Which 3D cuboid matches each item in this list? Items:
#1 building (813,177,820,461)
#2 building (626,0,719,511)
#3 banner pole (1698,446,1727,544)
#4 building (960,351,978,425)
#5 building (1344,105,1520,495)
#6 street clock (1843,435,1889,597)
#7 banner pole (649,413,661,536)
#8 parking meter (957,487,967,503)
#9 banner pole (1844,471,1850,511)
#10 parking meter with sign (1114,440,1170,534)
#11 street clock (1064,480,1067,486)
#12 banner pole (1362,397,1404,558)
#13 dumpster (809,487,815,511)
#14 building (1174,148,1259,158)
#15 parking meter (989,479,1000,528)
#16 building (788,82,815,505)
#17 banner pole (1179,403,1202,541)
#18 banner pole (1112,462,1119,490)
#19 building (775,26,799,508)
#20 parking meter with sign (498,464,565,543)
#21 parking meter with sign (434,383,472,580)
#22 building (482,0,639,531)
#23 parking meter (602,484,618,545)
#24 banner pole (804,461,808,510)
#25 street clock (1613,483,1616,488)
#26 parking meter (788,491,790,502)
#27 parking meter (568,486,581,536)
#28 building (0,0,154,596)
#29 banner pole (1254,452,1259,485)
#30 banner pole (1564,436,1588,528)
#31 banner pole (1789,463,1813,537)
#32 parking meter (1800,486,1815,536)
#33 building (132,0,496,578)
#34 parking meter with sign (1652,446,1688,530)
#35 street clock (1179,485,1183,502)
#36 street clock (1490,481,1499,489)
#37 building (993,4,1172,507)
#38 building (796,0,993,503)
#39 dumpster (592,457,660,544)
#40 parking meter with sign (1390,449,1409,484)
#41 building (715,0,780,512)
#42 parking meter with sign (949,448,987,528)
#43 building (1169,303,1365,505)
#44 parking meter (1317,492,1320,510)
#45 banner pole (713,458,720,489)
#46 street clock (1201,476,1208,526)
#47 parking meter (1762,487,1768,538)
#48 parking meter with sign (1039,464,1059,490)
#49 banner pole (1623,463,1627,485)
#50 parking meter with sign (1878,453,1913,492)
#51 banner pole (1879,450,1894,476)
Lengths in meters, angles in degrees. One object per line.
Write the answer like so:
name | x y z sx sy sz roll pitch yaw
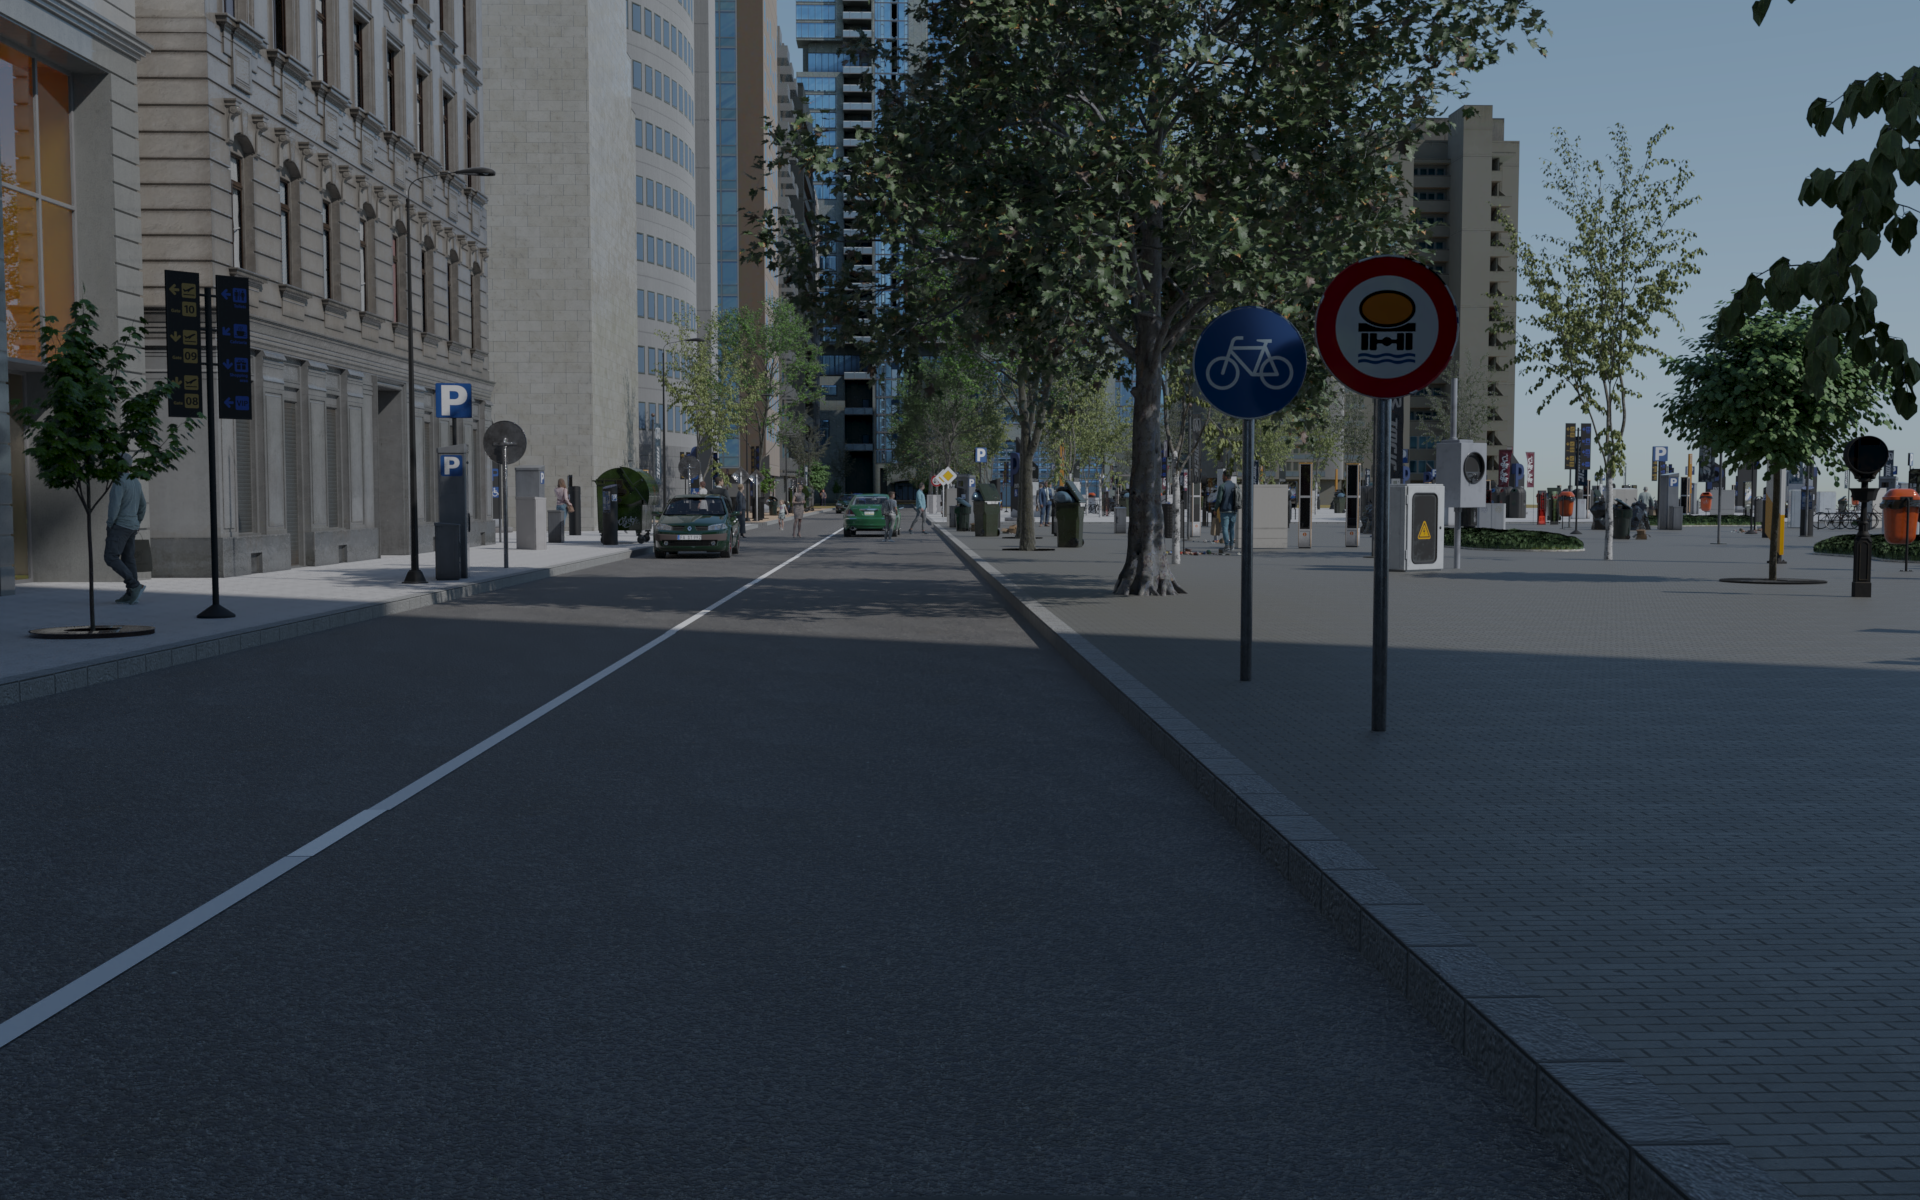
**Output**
building | -24.992 -32.860 220.849 14.086 41.232 14.154 0 4 -2
building | -26.053 -34.090 99.367 21.231 58.520 28.212 0 4 -2
banner pole | 19.329 -3.332 44.495 0.401 3.779 0.863 -2 4 -33
building | 10.631 -36.326 213.543 23.786 49.044 30.456 0 4 -2
building | 58.753 -36.468 219.954 21.600 48.544 21.300 0 4 -2
street clock | 11.237 -1.038 21.534 0.471 2.002 0.358 1 4 15
banner pole | -9.434 -3.903 53.827 0.401 3.779 0.863 1 4 12
parking meter | 0.065 -3.436 64.597 0.372 1.533 0.369 0 3 0
banner pole | 48.735 -6.428 95.111 0.863 3.779 0.401 -3 5 -41
parking meter with sign | 5.894 -3.670 56.264 1.738 3.016 0.543 0 4 -5
street clock | 5.513 -5.223 89.965 0.358 2.002 0.471 0 4 8
banner pole | 8.499 -2.729 34.632 0.863 3.779 0.401 3 5 43
dumpster | -11.529 -7.566 129.455 1.264 1.857 1.865 0 4 -2
building | 31.917 -40.836 256.901 27.495 52.752 28.713 0 4 -2
parking meter | 1.317 -3.674 65.787 0.399 1.863 0.255 2 4 33
building | -27.722 -34.984 195.694 21.300 48.544 21.600 0 4 -2
banner pole | 6.401 -3.514 47.472 0.401 3.779 0.863 -2 4 -23
banner pole | 12.274 -8.938 136.156 0.401 3.779 0.863 -3 5 -42
building | -27.402 -33.644 169.695 23.786 49.044 30.456 0 4 -2
parking meter with sign | -11.323 -3.019 45.627 1.738 3.016 0.543 0 4 4
parking meter with sign | -7.770 -1.847 26.466 0.543 3.016 1.738 -1 4 -13
building | -21.193 -12.801 64.048 16.860 20.320 10.420 0 4 -2
parking meter | -8.802 -2.151 43.578 0.372 1.533 0.369 0 3 0
banner pole | -11.846 -8.740 132.922 0.401 3.779 0.863 1 4 19
street clock | 57.312 -9.062 152.734 0.471 2.002 0.358 -2 4 -31
parking meter | -12.318 -7.198 126.102 0.372 1.533 0.369 0 3 0
parking meter | -11.941 -2.770 53.695 0.372 1.533 0.369 0 3 0
building | -17.032 -14.237 10.267 11.434 29.767 29.804 0 4 -2
banner pole | 15.412 -6.213 91.592 0.863 3.779 0.401 2 4 32
banner pole | 23.492 -4.646 65.979 0.863 3.779 0.401 2 4 26
banner pole | 25.121 -3.775 51.736 0.863 3.779 0.401 -1 4 -11
parking meter | 25.922 -2.727 52.997 0.372 1.533 0.369 0 3 0
building | -16.237 -11.340 34.567 9.793 20.994 18.267 0 4 -2
parking meter with sign | 25.504 -4.039 62.306 0.543 3.016 1.738 0 4 -1
street clock | 17.216 -8.012 135.568 0.471 2.002 0.358 -1 4 -17
street clock | 29.345 -5.567 95.583 0.358 2.002 0.471 -1 4 -10
building | 10.687 -53.133 181.396 22.319 86.520 31.000 0 4 -2
building | -11.617 -57.392 251.032 31.000 86.520 22.319 0 4 -2
dumpster | -8.748 -2.619 45.320 1.502 2.255 1.985 0 4 -2
parking meter with sign | 16.520 -4.293 66.451 0.543 3.016 1.738 3 5 44
building | -21.131 -29.386 130.570 14.600 45.320 14.200 0 4 -2
parking meter with sign | 0.242 -4.249 65.738 0.543 3.016 1.738 -3 5 -39
building | 35.931 -31.916 213.712 23.993 40.220 32.217 0 4 -2
parking meter | 29.498 -8.215 142.719 0.372 1.533 0.369 0 3 0
banner pole | -15.003 -7.067 105.557 0.863 3.779 0.401 -1 4 -20
street clock | 9.767 -3.952 69.185 0.358 2.002 0.471 1 4 9
parking meter | 23.693 -2.586 50.691 0.372 1.533 0.369 0 3 0
parking meter with sign | 4.867 -6.285 99.023 0.543 3.016 1.738 3 5 44
banner pole | 53.919 -9.203 140.486 0.401 3.779 0.863 2 4 35
parking meter with sign | 39.534 -4.741 73.784 1.738 3.016 0.543 3 5 41
banner pole | 46.349 -5.921 86.827 0.863 3.779 0.401 3 5 45
